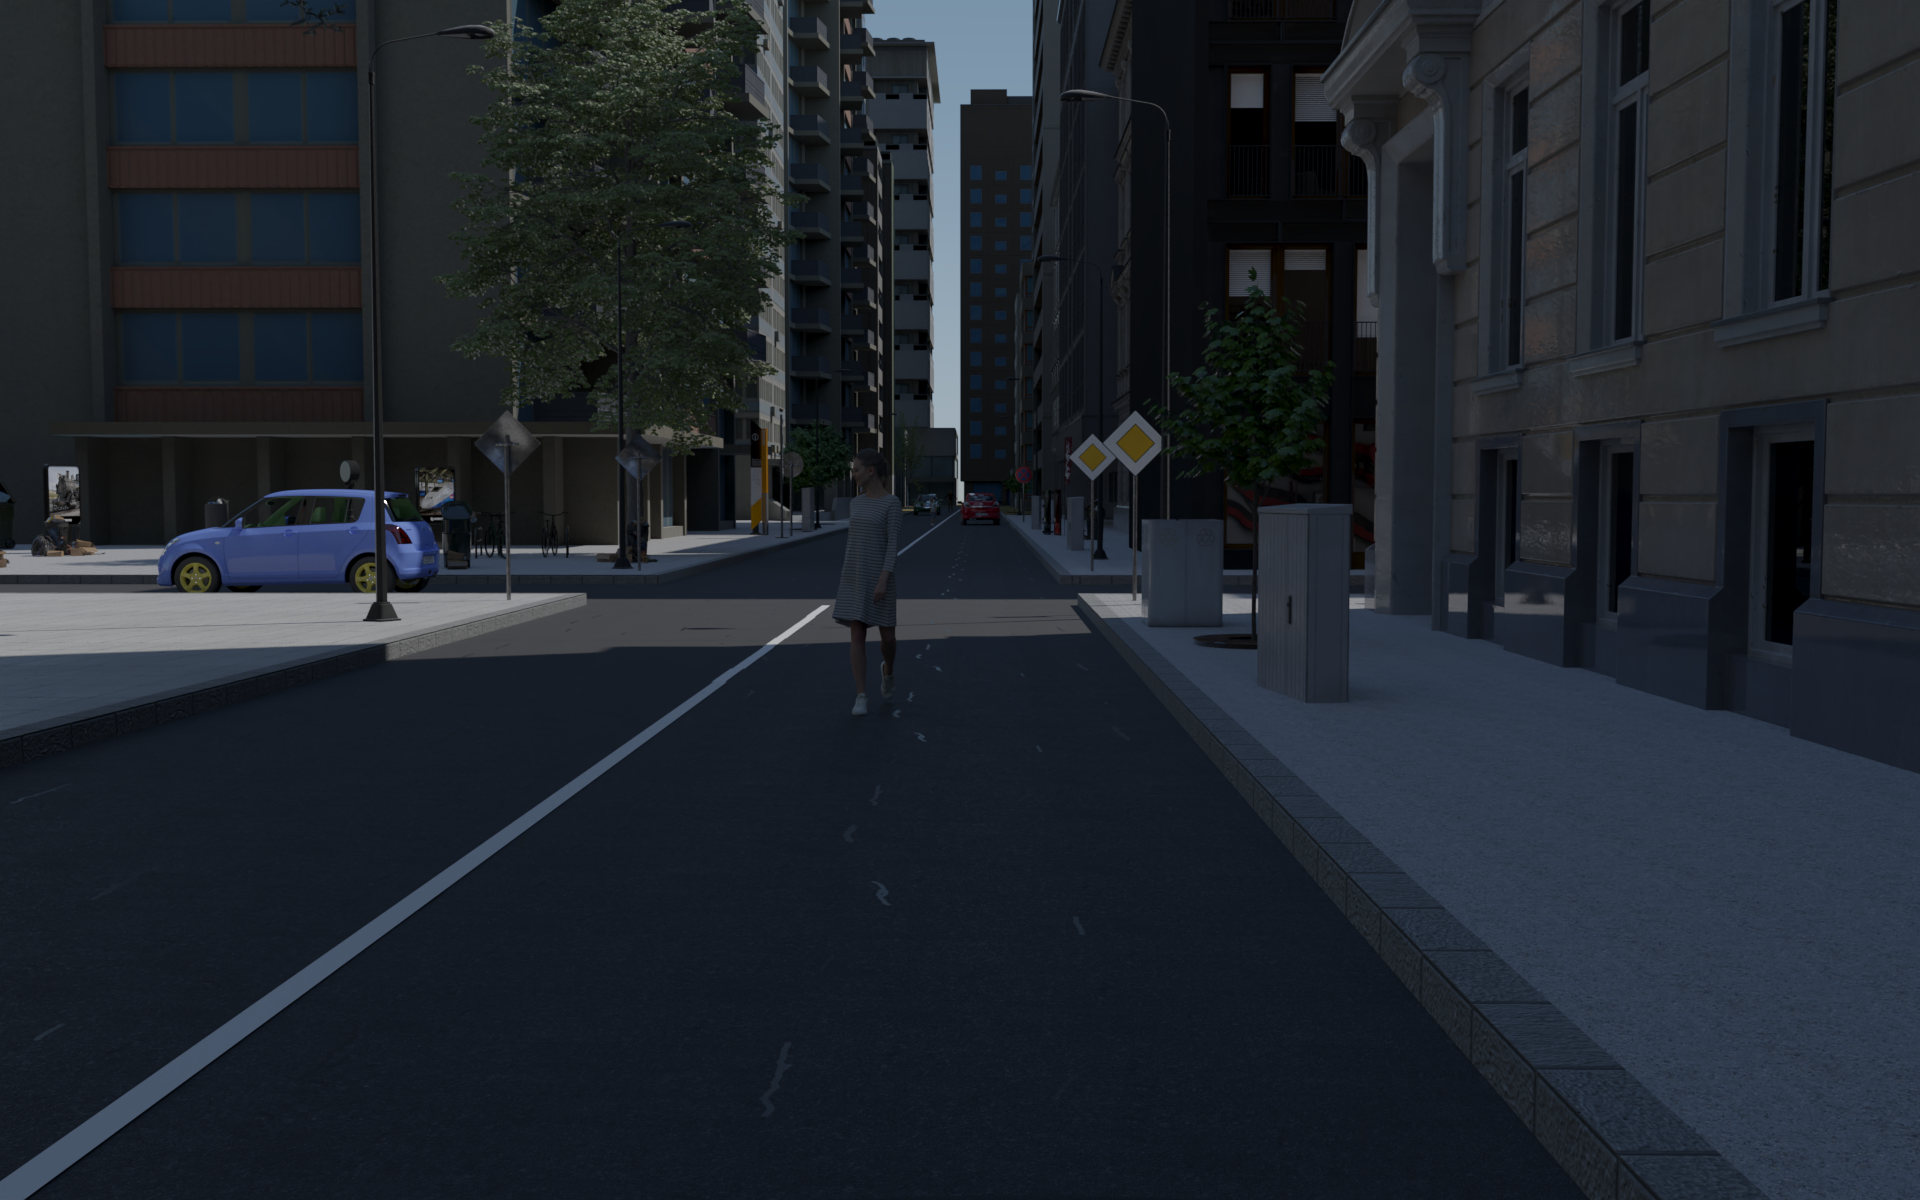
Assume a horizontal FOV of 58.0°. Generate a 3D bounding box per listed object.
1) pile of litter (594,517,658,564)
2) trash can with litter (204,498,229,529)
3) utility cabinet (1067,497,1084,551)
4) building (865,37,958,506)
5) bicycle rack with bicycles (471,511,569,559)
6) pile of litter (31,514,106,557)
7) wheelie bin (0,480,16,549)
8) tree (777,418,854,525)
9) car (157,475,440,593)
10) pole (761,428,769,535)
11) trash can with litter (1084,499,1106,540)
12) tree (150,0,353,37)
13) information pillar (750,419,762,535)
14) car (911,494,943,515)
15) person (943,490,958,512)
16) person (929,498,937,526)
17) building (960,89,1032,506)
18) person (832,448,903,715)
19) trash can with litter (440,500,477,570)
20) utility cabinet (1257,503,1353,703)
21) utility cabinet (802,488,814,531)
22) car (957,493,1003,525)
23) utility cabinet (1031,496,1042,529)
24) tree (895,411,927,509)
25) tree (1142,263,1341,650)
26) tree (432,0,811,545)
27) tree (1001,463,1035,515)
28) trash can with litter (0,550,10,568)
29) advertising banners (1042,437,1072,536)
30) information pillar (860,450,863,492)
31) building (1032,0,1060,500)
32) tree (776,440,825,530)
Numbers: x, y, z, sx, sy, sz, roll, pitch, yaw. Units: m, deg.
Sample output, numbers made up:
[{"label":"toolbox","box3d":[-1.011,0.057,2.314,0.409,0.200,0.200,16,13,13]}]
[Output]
[{"label":"pile of litter","box3d":[-6.313,-1.146,32.701,1.176,0.858,1.719,-1,4,-10]},{"label":"trash can with litter","box3d":[-14.767,-1.468,35.065,2.233,1.210,1.678,1,4,12]},{"label":"utility cabinet","box3d":[2.630,-1.738,39.581,0.306,1.237,1.020,0,4,-2]},{"label":"building","box3d":[-14.132,-37.489,202.187,27.495,52.752,28.713,0,4,1]},{"label":"bicycle rack with bicycles","box3d":[-9.032,-1.337,35.244,2.852,0.926,2.925,-1,4,-11]},{"label":"pile of litter","box3d":[-18.593,-1.356,36.132,1.176,0.858,1.719,2,4,29]},{"label":"wheelie bin","box3d":[-22.460,-1.981,40.302,0.980,1.594,0.693,1,4,23]},{"label":"tree","box3d":[-6.016,-5.464,73.051,4.285,4.588,4.351,0,3,0]},{"label":"car","box3d":[-9.228,-0.893,24.186,3.694,1.707,1.945,0,4,0]},{"label":"pole","box3d":[-6.071,-3.673,53.889,0.158,3.312,0.155,0,3,0]},{"label":"trash can with litter","box3d":[3.546,-2.267,48.459,1.055,1.170,0.624,2,4,30]},{"label":"tree","box3d":[-6.872,-6.065,9.533,12.009,13.543,11.850,0,3,0]},{"label":"information pillar","box3d":[-6.324,-3.843,54.189,0.504,3.616,0.183,-1,4,-20]},{"label":"car","box3d":[-2.243,-6.519,118.388,2.131,1.459,4.920,0,4,0]},{"label":"person","box3d":[-0.754,-7.930,138.672,1.217,1.766,0.721,0,4,4]},{"label":"person","box3d":[-1.220,-4.003,78.628,0.352,1.250,0.332,0,4,-7]},{"label":"building","box3d":[7.195,-33.328,195.025,14.200,45.320,14.600,0,4,1]},{"label":"person","box3d":[-0.596,-0.138,11.511,0.466,1.731,0.760,0,4,4]},{"label":"trash can with litter","box3d":[-8.600,-1.127,29.810,0.624,1.170,1.055,-1,4,-19]},{"label":"utility cabinet","box3d":[2.186,0.003,11.109,0.306,1.237,1.020,0,4,-7]},{"label":"utility cabinet","box3d":[-5.194,-3.084,59.095,0.318,1.500,1.173,0,4,2]},{"label":"car","box3d":[0.944,-4.420,81.315,2.155,1.783,4.494,0,4,-1]},{"label":"utility cabinet","box3d":[2.818,-3.206,63.577,0.306,1.237,1.020,0,4,8]},{"label":"tree","box3d":[-4.634,-12.345,152.205,4.737,8.622,4.395,0,3,0]},{"label":"tree","box3d":[2.375,-1.229,14.696,1.663,3.219,1.824,0,3,0]},{"label":"tree","box3d":[-6.934,-7.207,35.967,7.486,12.596,7.792,0,3,0]},{"label":"tree","box3d":[3.860,-7.584,118.594,1.663,3.219,1.824,0,3,0]},{"label":"trash can with litter","box3d":[-16.890,-1.126,29.793,0.624,1.170,1.055,0,4,0]},{"label":"advertising banners","box3d":[3.024,-3.521,53.758,0.090,3.025,2.074,-1,4,-22]},{"label":"information pillar","box3d":[-5.199,-6.115,91.333,0.183,3.616,0.504,0,4,2]},{"label":"building","box3d":[15.939,-30.202,117.508,21.300,48.544,21.600,0,4,1]},{"label":"tree","box3d":[-5.546,-4.105,61.714,1.663,3.219,1.824,0,3,0]}]
